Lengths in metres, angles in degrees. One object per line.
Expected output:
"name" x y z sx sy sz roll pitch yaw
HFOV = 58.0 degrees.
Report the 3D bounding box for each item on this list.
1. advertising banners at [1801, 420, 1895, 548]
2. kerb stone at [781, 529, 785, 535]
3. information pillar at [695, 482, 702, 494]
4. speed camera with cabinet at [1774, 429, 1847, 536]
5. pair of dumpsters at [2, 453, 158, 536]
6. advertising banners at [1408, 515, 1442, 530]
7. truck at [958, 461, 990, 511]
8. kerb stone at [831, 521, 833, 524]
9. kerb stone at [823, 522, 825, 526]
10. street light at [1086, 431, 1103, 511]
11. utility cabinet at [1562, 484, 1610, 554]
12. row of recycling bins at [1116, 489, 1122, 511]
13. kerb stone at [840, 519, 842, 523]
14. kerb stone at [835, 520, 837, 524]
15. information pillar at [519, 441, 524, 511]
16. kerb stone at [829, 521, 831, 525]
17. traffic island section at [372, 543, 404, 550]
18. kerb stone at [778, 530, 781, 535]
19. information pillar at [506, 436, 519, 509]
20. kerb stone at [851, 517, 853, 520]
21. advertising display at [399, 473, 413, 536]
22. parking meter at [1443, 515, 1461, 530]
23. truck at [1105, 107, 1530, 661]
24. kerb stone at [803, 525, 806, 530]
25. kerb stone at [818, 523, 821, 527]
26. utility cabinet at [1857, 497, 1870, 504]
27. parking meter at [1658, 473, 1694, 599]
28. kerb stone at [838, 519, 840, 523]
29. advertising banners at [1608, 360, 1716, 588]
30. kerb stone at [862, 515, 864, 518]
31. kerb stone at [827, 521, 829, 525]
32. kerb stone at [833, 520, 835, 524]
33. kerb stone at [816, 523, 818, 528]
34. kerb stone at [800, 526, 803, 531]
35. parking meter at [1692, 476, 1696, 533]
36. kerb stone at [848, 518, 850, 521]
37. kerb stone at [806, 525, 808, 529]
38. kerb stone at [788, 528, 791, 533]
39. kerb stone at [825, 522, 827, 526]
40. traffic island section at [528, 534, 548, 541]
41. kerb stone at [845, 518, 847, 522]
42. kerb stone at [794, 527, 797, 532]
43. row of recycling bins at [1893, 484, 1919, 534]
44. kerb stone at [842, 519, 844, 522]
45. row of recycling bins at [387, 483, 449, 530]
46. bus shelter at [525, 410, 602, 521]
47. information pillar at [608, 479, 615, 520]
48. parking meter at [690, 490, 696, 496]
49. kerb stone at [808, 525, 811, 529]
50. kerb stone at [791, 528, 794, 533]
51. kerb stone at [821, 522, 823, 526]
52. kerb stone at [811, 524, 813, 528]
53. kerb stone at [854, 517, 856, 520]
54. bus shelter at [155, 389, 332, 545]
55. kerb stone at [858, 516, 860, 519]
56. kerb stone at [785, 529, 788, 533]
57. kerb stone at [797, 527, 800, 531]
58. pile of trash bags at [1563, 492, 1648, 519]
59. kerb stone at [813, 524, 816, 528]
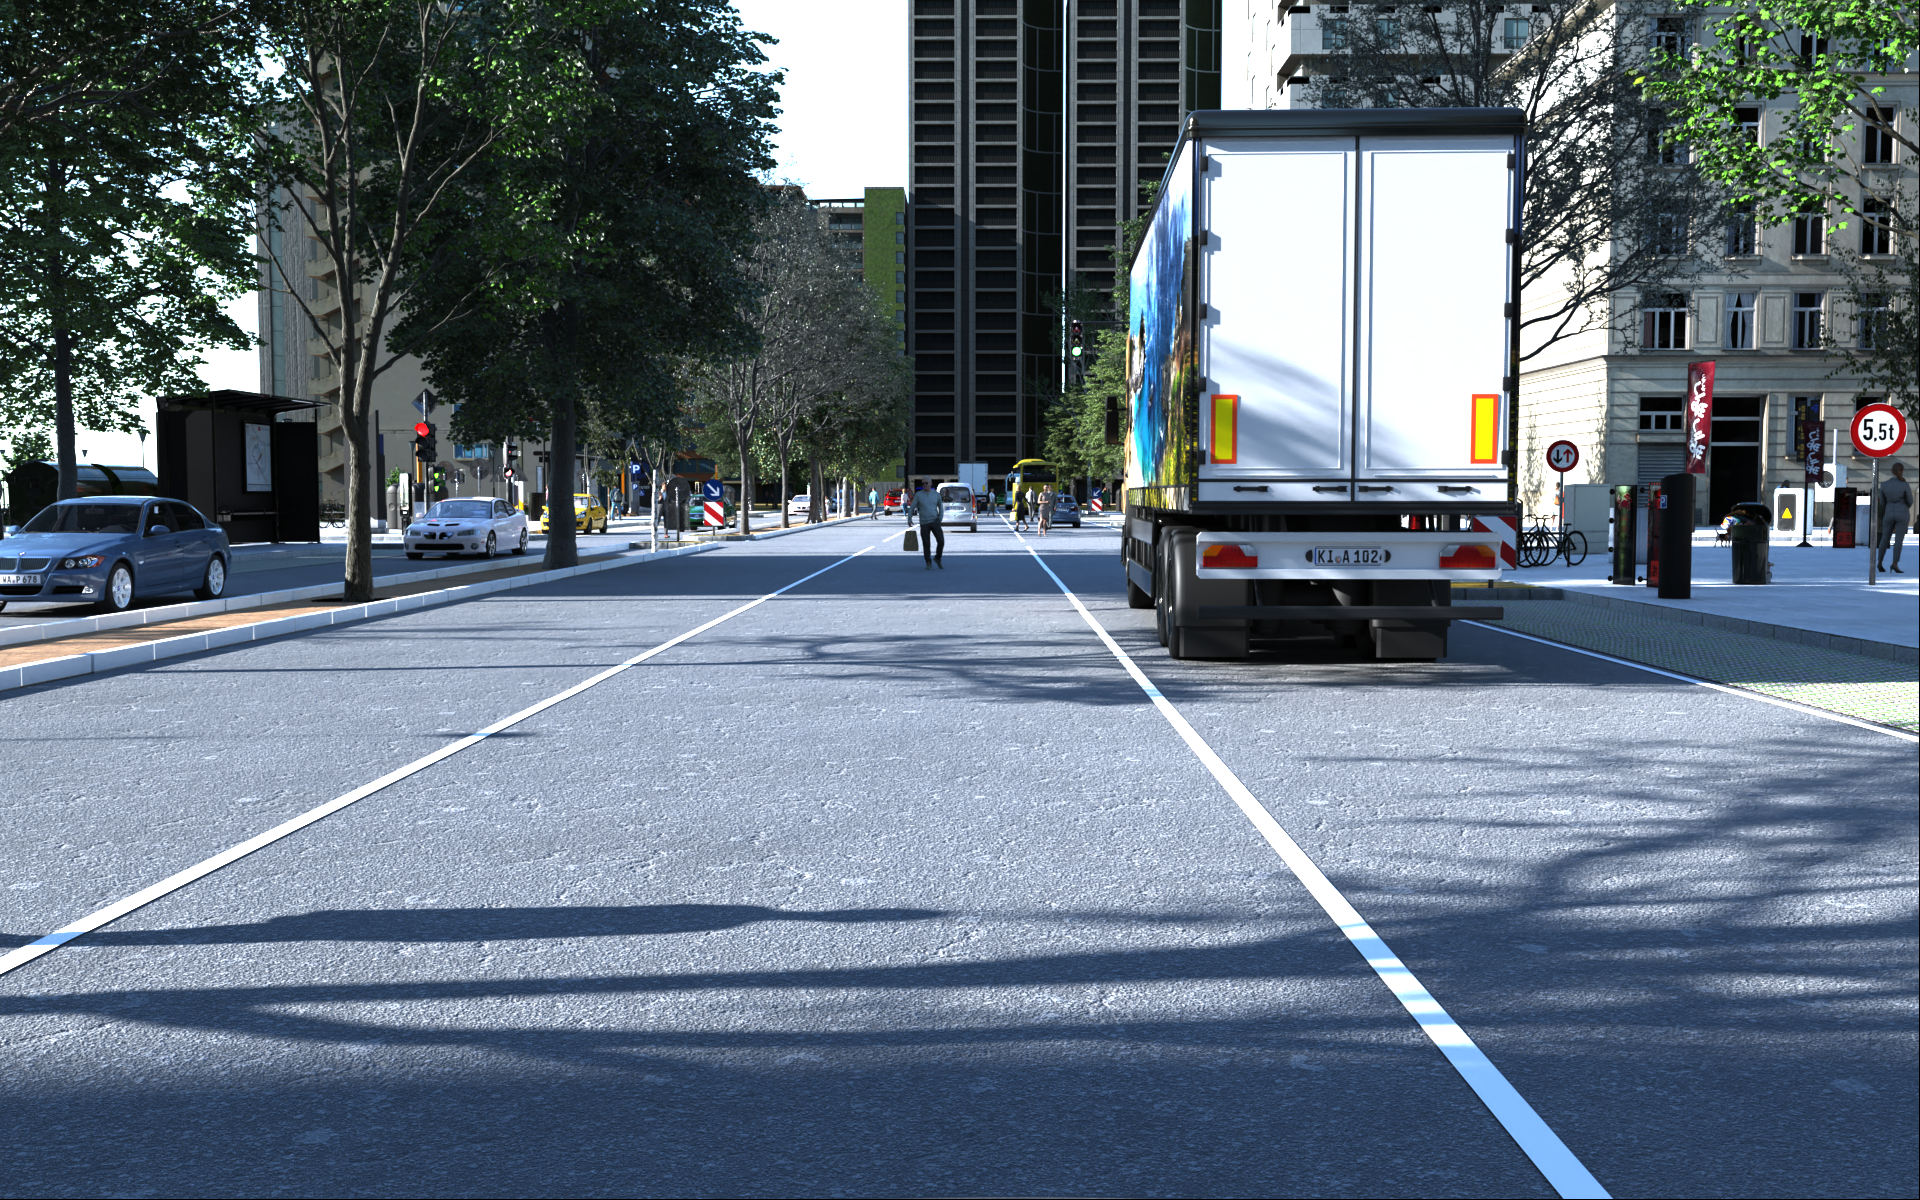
"advertising banners" 21.015 -2.742 41.024 2.074 3.025 0.090 1 4 18
"kerb stone" -6.387 -2.372 61.090 0.120 0.150 1.000 0 4 1
"information pillar" -15.888 -6.172 105.405 0.304 2.012 0.304 3 5 42
"speed camera with cabinet" 26.243 -3.617 53.473 0.660 3.252 2.038 -2 4 -29
"pair of dumpsters" -19.873 -2.254 39.340 1.574 2.255 4.437 0 4 1
"advertising banners" 12.180 -3.045 45.976 2.074 3.025 0.090 3 4 36
"truck" 1.206 -9.953 151.649 2.839 4.237 11.283 0 4 1
"kerb stone" -6.133 -3.569 80.544 0.120 0.150 1.000 0 4 1
"kerb stone" -6.190 -3.316 76.450 0.120 0.150 1.000 0 4 1
"street light" 9.946 -9.523 128.247 1.470 5.913 1.316 0 4 1
"utility cabinet" 13.415 -1.739 37.119 1.173 1.500 0.318 -2 4 -33
"row of recycling bins" 13.184 -7.385 127.856 3.534 1.692 1.069 2 4 24
"kerb stone" -6.077 -3.882 85.658 0.120 0.150 1.000 0 4 1
"kerb stone" -6.112 -3.693 82.592 0.120 0.150 1.000 0 4 1
"information pillar" -19.449 -5.206 76.471 0.504 3.616 0.183 3 4 36
"kerb stone" -6.145 -3.506 79.517 0.120 0.150 1.000 0 4 1
"traffic island section" -14.144 -1.451 46.011 2.009 0.180 2.903 0 4 1
"kerb stone" -6.402 -2.316 60.062 0.120 0.150 1.000 0 4 1
"information pillar" -18.075 -4.788 69.631 0.183 3.616 0.504 -3 5 -43
"kerb stone" -5.971 -4.320 92.833 0.120 0.150 1.000 0 4 1
"advertising display" -17.027 -2.937 53.232 0.123 1.923 0.974 -2 4 -33
"parking meter" 12.022 -2.241 42.355 0.399 1.863 0.255 -1 4 -21
"truck" 3.122 -1.793 18.226 2.839 4.237 11.283 0 4 3
"kerb stone" -6.295 -2.812 68.258 0.120 0.150 1.000 0 4 1
"kerb stone" -6.208 -3.193 74.400 0.120 0.150 1.000 0 4 1
"utility cabinet" 23.242 -2.056 44.774 0.306 1.237 1.020 -3 5 -44
"parking meter" 8.793 -0.787 21.280 0.372 1.533 0.369 0 3 0
"kerb stone" -6.077 -3.818 84.636 0.120 0.150 1.000 0 4 1
"advertising banners" 9.554 -1.678 23.631 0.090 3.025 2.074 -1 4 -15
"kerb stone" -5.870 -4.817 101.039 0.120 0.150 1.000 0 4 1
"kerb stone" -6.159 -3.443 78.495 0.120 0.150 1.000 0 4 1
"kerb stone" -6.114 -3.629 81.569 0.120 0.150 1.000 0 4 1
"kerb stone" -6.222 -3.130 73.378 0.120 0.150 1.000 0 4 1
"kerb stone" -6.305 -2.754 67.235 0.120 0.150 1.000 0 4 1
"parking meter" 24.242 -3.164 57.436 0.255 1.863 0.399 1 4 17
"kerb stone" -6.007 -4.195 90.789 0.120 0.150 1.000 0 4 1
"kerb stone" -6.278 -2.875 69.280 0.120 0.150 1.000 0 4 1
"kerb stone" -6.366 -2.504 63.143 0.120 0.150 1.000 0 4 1
"kerb stone" -6.180 -3.381 77.472 0.120 0.150 1.000 0 4 1
"traffic island section" -14.041 -1.940 53.996 2.009 0.180 2.903 0 4 1
"kerb stone" -6.033 -4.067 88.732 0.120 0.150 1.000 0 4 1
"kerb stone" -6.333 -2.629 65.187 0.120 0.150 1.000 0 4 1
"row of recycling bins" 31.230 -2.935 55.104 3.534 1.692 1.069 3 5 43
"kerb stone" -6.050 -3.944 86.687 0.120 0.150 1.000 0 4 1
"row of recycling bins" -19.509 -3.369 62.198 3.534 1.692 1.069 3 5 45
"bus shelter" -19.734 -6.619 85.851 2.179 5.291 8.768 0 4 1
"information pillar" -16.971 -4.882 84.308 0.304 2.012 0.304 -1 4 -20
"parking meter" -15.852 -5.765 102.674 0.372 1.533 0.369 0 3 0
"kerb stone" -6.266 -2.942 70.302 0.120 0.150 1.000 0 4 1
"kerb stone" -6.341 -2.566 64.165 0.120 0.150 1.000 0 4 1
"kerb stone" -6.203 -3.255 75.423 0.120 0.150 1.000 0 4 1
"kerb stone" -6.263 -3.005 71.329 0.120 0.150 1.000 0 4 1
"kerb stone" -5.945 -4.440 94.889 0.120 0.150 1.000 0 4 1
"bus shelter" -17.137 -3.091 41.819 1.731 3.624 6.357 0 4 1
"kerb stone" -5.908 -4.634 97.965 0.120 0.150 1.000 0 4 1
"kerb stone" -6.374 -2.441 62.112 0.120 0.150 1.000 0 4 1
"kerb stone" -6.322 -2.692 66.212 0.120 0.150 1.000 0 4 1
"pile of trash bags" 20.792 -2.760 54.876 3.447 1.369 1.912 1 4 21
"kerb stone" -6.244 -3.068 72.356 0.120 0.150 1.000 0 4 1
